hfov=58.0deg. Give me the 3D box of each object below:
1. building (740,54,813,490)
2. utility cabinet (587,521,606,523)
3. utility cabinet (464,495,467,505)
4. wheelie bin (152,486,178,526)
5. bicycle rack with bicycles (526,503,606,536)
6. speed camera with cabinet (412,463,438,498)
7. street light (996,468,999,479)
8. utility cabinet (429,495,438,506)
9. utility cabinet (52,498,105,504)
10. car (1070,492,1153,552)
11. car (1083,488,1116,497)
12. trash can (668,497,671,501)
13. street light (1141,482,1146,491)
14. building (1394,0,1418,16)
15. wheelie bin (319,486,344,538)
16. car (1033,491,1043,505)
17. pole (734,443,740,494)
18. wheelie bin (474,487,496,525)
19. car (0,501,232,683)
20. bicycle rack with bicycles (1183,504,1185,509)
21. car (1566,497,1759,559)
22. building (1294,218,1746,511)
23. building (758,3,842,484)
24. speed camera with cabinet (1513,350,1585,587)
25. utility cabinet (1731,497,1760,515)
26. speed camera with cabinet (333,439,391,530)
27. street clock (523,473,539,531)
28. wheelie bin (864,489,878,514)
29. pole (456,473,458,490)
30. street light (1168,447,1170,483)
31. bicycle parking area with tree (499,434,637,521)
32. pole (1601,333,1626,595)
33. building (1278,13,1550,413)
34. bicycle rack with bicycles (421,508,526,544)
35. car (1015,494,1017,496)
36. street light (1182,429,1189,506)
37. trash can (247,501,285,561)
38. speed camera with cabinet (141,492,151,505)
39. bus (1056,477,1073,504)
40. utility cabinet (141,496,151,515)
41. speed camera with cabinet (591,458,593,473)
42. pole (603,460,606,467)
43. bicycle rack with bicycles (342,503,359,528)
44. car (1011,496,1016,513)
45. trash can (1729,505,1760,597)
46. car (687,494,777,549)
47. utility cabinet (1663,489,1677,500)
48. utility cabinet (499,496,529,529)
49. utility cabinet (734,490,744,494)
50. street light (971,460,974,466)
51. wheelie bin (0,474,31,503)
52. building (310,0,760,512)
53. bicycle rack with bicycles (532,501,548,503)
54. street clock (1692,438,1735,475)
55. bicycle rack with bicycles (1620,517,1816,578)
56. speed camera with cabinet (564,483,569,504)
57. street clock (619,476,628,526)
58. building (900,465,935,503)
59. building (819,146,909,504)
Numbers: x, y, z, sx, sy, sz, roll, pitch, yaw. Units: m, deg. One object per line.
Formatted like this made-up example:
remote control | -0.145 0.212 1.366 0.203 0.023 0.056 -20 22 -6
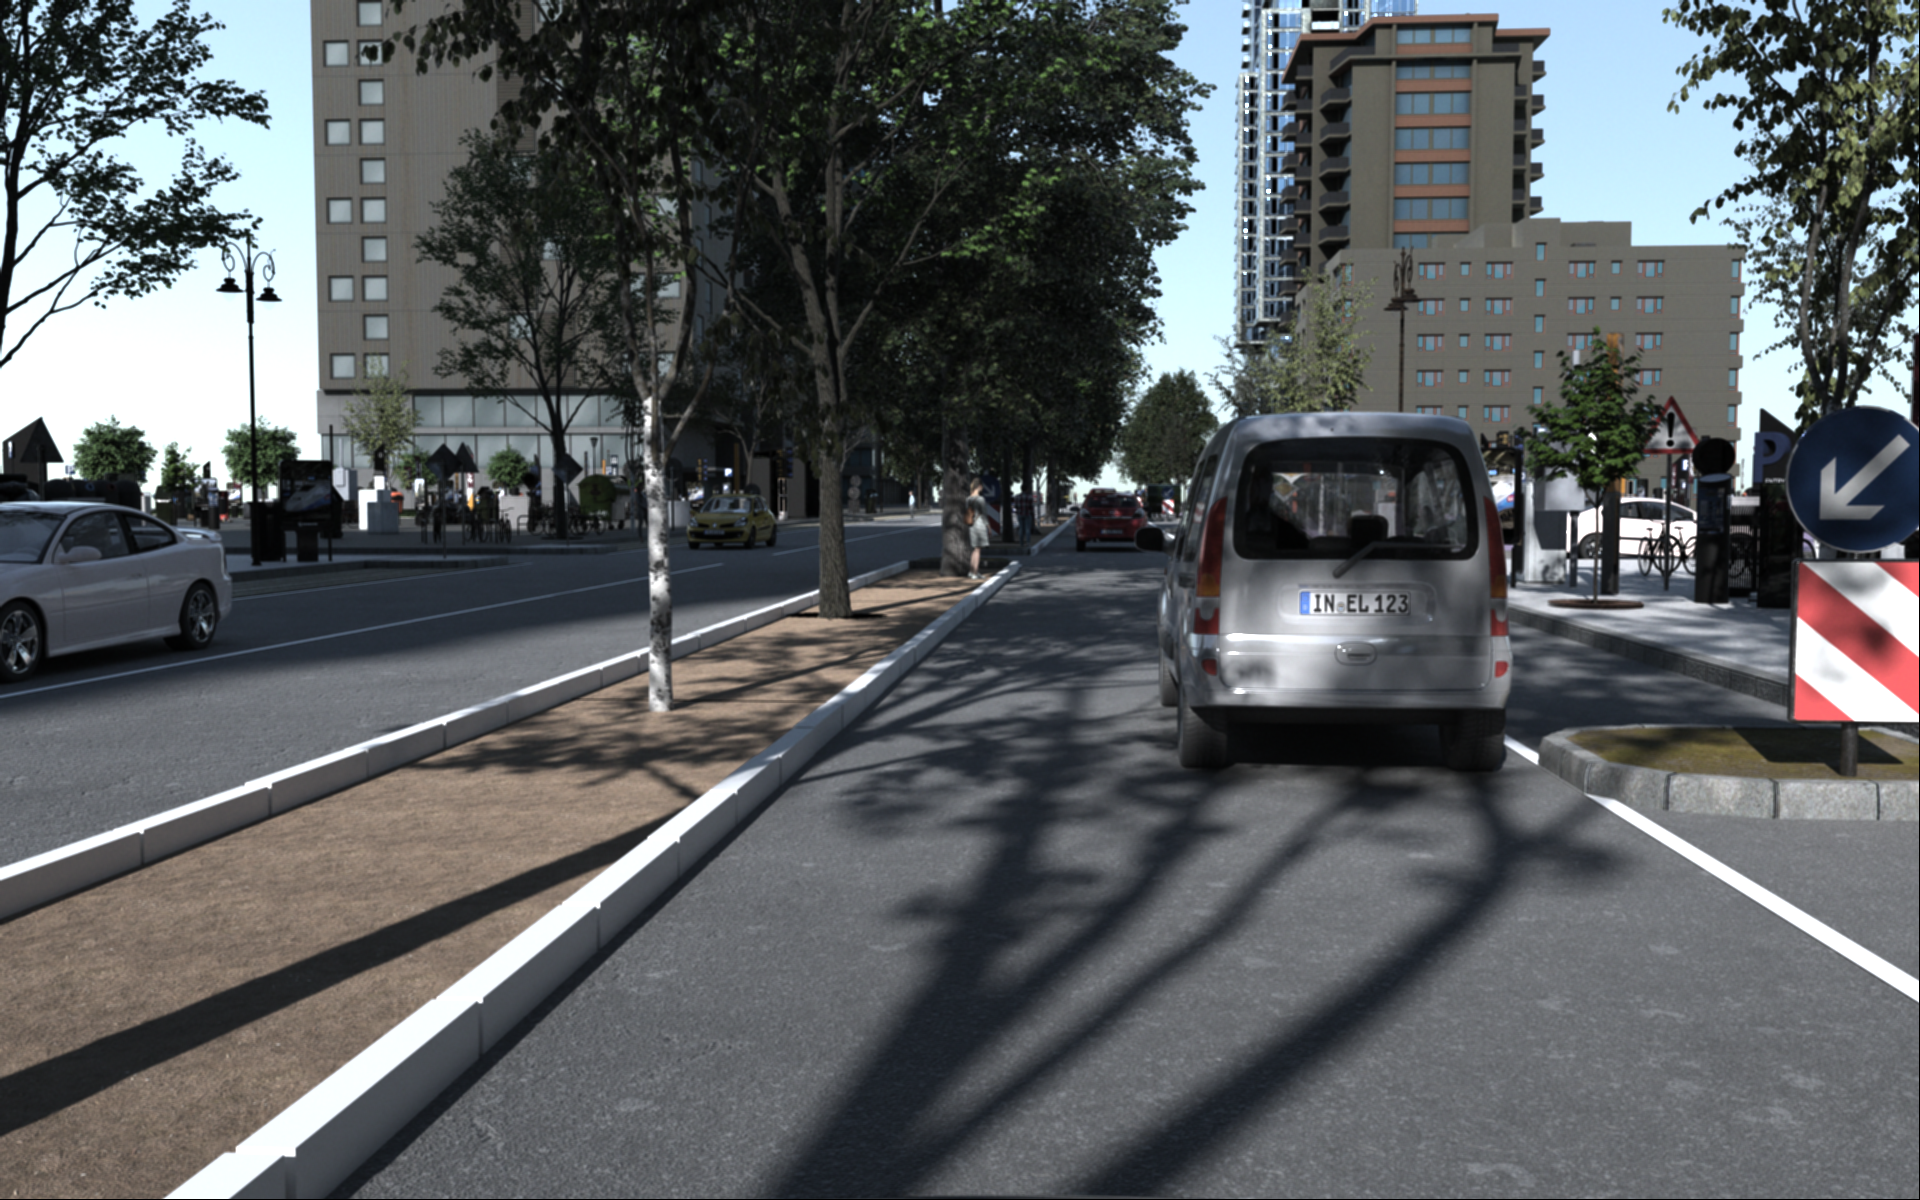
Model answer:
building | -21.106 -28.735 153.415 14.154 41.232 14.086 0 4 5
utility cabinet | -16.287 -4.043 77.273 1.020 1.237 0.306 2 4 30
utility cabinet | -32.461 -6.313 114.372 0.306 1.237 1.020 1 4 10
wheelie bin | -29.339 -3.430 63.987 0.980 1.594 0.693 0 4 -4
bicycle rack with bicycles | -12.331 -2.488 54.063 2.852 0.926 2.925 3 5 45
speed camera with cabinet | -34.640 -7.204 112.121 0.660 3.252 2.038 1 4 19
street light | 5.422 -16.954 249.992 0.468 5.910 1.993 0 4 5
utility cabinet | -26.128 -4.627 86.816 1.020 1.237 0.306 -2 4 -33
utility cabinet | -14.979 -1.119 29.464 0.306 1.237 1.020 0 4 7
car | 3.902 -2.181 44.692 2.155 1.783 4.494 0 4 5
car | 8.429 -5.721 102.219 2.281 1.827 5.304 0 4 4
trash can | -12.655 -3.861 74.774 0.748 1.137 0.748 0 3 0
street light | 26.280 -17.012 250.927 0.468 5.910 1.993 0 4 5
building | 46.925 -55.721 223.712 22.319 86.520 31.000 0 4 5
wheelie bin | -18.321 -2.595 50.343 0.693 1.594 0.980 -2 4 -33
car | 10.411 -14.110 239.366 2.281 1.827 5.304 0 4 5
pole | -8.951 -4.629 69.531 0.158 3.312 0.155 0 3 0
wheelie bin | -20.005 -3.985 73.062 0.693 1.594 0.980 1 4 16
car | -7.975 -0.141 14.660 2.083 1.381 4.827 0 4 3
bicycle rack with bicycles | 15.925 -6.059 112.439 2.852 0.926 2.925 3 5 41
car | 14.411 -1.452 36.104 4.827 1.381 2.083 0 4 5
building | 41.768 -17.780 135.735 27.650 21.520 28.899 0 4 5
building | -22.533 -44.796 170.669 20.563 71.187 20.611 0 4 5
speed camera with cabinet | 8.363 -1.852 24.609 0.660 3.252 2.038 0 4 7
utility cabinet | 19.131 -1.917 42.510 1.020 1.237 0.306 3 4 38
speed camera with cabinet | -21.330 -4.124 61.766 2.038 3.252 0.660 1 4 16
street clock | -14.788 -3.374 59.743 0.471 2.002 0.358 1 4 15
wheelie bin | -5.799 -6.418 112.842 0.980 1.594 0.693 1 4 18
pole | -32.769 -7.279 112.860 0.158 3.312 0.155 0 3 0
street light | 17.432 -10.480 144.139 0.468 5.910 1.993 0 4 5
bicycle parking area with tree | -18.844 -6.016 85.359 9.016 4.147 8.231 1 4 23
pole | 8.326 -1.728 22.095 0.158 3.312 0.155 0 3 0
building | 41.971 -31.150 163.934 22.147 44.769 28.867 0 4 5
bicycle rack with bicycles | -13.139 -1.986 45.856 2.852 0.926 2.925 -1 4 -19
car | 5.111 -8.078 141.860 2.009 1.686 4.222 0 4 6
street light | 15.595 -9.012 120.126 0.468 5.910 1.993 0 4 5
trash can | -13.267 -1.317 33.192 0.748 1.137 0.748 0 3 0
speed camera with cabinet | -56.814 -7.632 119.113 0.660 3.252 2.038 3 5 43
bus | 14.441 -15.450 244.160 2.896 3.916 12.252 0 4 7
utility cabinet | -31.670 -3.398 66.727 1.020 1.237 0.306 1 4 20
speed camera with cabinet | -19.381 -6.126 94.496 2.038 3.252 0.660 1 4 21
pole | -21.210 -6.696 103.315 0.158 3.312 0.155 0 3 0
bicycle rack with bicycles | -23.140 -3.164 65.107 2.925 0.926 2.852 -3 4 -39
car | 3.779 -6.128 112.777 1.945 1.354 3.894 0 4 3
trash can | 9.679 -0.616 21.720 0.748 1.137 0.748 0 3 0
car | -6.078 -2.205 46.271 2.015 1.641 3.980 0 4 6
utility cabinet | 29.541 -3.866 71.895 1.173 1.500 0.318 -3 4 -38
utility cabinet | -16.440 -3.223 63.851 1.020 1.237 0.306 -2 4 -31
utility cabinet | -12.692 -5.644 100.951 0.318 1.500 1.173 2 4 34
street light | 1.457 -14.043 202.386 0.468 5.910 1.993 0 4 5
wheelie bin | -14.792 -1.163 26.916 0.980 1.594 0.693 -3 5 -45
building | -30.750 -33.235 132.638 28.713 52.752 27.495 0 4 5
bicycle rack with bicycles | -16.170 -3.425 69.381 2.852 0.926 2.925 -1 4 -10
street clock | 9.759 -1.095 22.480 0.471 2.002 0.358 0 4 0
bicycle rack with bicycles | 11.379 -0.822 26.828 2.852 0.926 2.925 0 4 -5
speed camera with cabinet | -23.036 -6.478 100.249 0.660 3.252 2.038 -1 4 -19
street clock | -13.245 -3.862 67.721 0.471 2.002 0.358 -2 4 -25
building | -18.984 -25.346 259.447 27.650 21.520 28.899 0 4 5
building | -19.370 -37.230 228.310 23.786 49.044 30.456 0 4 5
